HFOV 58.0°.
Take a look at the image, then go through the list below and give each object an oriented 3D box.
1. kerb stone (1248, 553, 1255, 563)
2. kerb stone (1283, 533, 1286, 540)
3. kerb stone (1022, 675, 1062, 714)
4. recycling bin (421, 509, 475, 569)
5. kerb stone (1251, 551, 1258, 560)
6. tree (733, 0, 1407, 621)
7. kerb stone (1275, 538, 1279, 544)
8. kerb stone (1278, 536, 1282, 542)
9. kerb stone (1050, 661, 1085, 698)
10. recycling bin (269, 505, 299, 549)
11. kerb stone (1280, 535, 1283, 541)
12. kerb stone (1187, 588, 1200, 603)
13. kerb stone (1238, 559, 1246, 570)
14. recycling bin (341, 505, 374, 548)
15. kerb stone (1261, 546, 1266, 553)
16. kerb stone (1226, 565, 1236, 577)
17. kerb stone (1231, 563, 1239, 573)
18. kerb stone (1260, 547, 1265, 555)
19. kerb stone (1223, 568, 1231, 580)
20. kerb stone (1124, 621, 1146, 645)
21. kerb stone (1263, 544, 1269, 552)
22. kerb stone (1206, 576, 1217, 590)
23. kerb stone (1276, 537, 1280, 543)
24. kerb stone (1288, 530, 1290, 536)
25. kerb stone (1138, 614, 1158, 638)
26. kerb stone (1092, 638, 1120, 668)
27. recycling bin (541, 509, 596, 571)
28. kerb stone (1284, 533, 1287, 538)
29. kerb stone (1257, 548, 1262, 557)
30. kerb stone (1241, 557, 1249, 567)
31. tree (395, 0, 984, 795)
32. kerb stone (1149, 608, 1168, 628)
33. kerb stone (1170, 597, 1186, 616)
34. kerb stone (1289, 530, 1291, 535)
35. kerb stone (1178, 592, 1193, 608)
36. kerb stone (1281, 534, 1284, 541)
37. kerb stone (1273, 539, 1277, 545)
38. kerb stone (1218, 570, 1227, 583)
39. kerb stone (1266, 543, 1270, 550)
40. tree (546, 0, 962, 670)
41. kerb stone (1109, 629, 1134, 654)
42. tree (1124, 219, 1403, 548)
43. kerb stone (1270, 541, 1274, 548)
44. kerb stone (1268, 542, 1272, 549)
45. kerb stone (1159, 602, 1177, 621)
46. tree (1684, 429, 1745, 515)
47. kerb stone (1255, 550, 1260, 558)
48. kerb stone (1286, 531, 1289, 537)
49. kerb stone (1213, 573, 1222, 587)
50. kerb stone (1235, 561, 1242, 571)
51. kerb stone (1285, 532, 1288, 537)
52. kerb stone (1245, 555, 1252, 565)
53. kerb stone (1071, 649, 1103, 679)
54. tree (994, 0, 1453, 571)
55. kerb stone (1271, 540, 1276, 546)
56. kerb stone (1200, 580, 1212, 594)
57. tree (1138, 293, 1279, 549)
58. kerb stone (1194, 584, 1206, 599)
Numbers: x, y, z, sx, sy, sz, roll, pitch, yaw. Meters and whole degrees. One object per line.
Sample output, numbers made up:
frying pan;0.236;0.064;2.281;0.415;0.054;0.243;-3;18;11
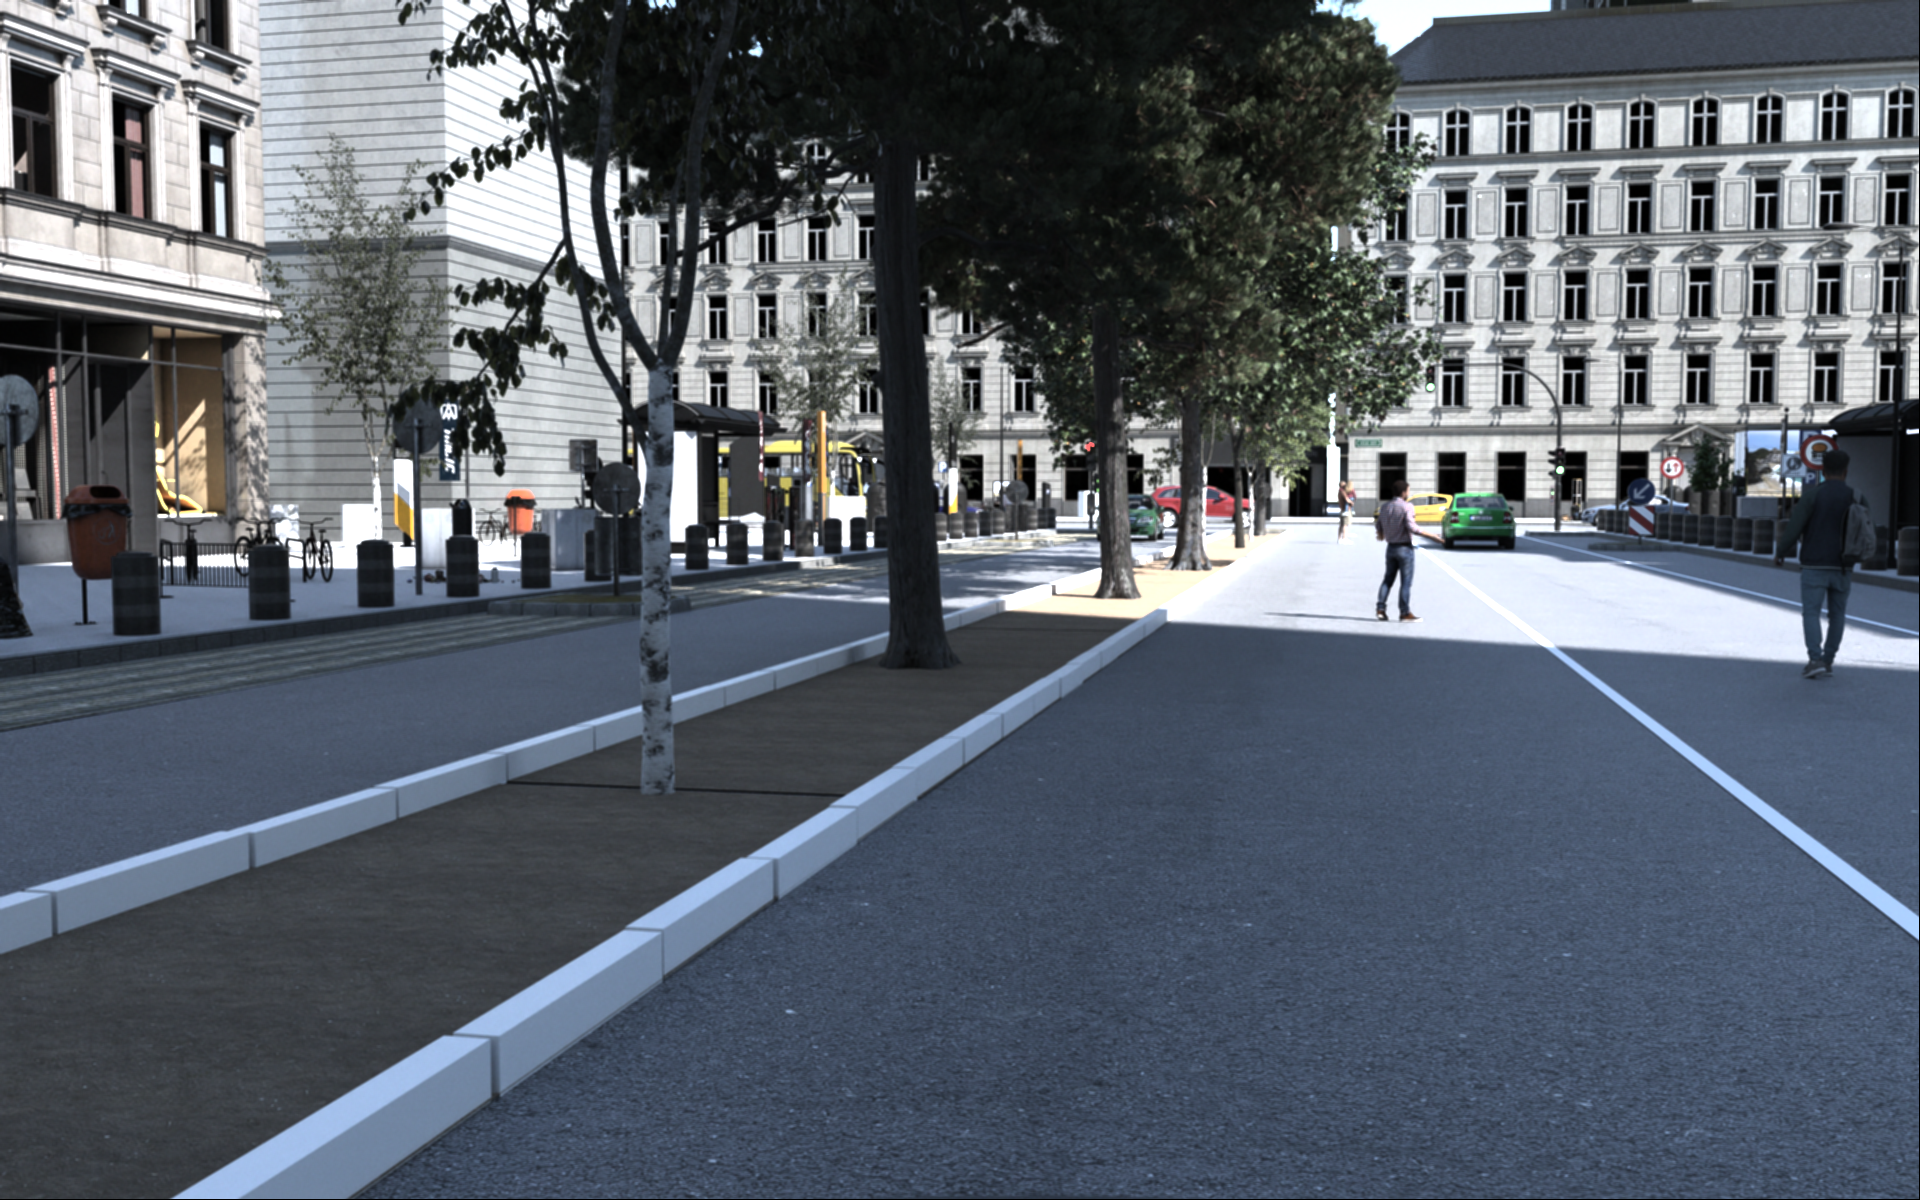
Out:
kerb stone;5.936;-0.825;35.688;0.120;0.150;1.000;1;4;13
kerb stone;9.755;-1.865;52.731;0.120;0.150;1.000;1;4;13
kerb stone;0.528;0.650;11.629;0.120;0.150;1.000;1;4;13
recycling bin;-8.827;-1.060;29.880;0.722;1.027;0.722;0;4;5
kerb stone;6.163;-0.886;36.687;0.120;0.150;1.000;1;4;13
tree;2.003;-6.953;23.560;7.806;13.903;7.818;0;3;0
kerb stone;8.636;-1.561;47.723;0.120;0.150;1.000;1;4;13
kerb stone;9.083;-1.684;49.723;0.120;0.150;1.000;1;4;13
kerb stone;0.762;0.590;12.631;0.120;0.150;1.000;1;4;13
recycling bin;-15.853;-1.699;40.341;0.722;1.027;0.722;-2;4;-33
kerb stone;9.307;-1.745;50.722;0.120;0.150;1.000;1;4;13
kerb stone;3.007;-0.024;22.668;0.120;0.150;1.000;1;4;13
kerb stone;5.261;-0.641;32.673;0.120;0.150;1.000;1;4;13
recycling bin;-14.368;-1.760;41.323;0.722;1.027;0.722;-1;4;-23
kerb stone;7.053;-1.128;40.690;0.120;0.150;1.000;1;4;13
kerb stone;4.585;-0.457;29.668;0.120;0.150;1.000;1;4;13
kerb stone;4.806;-0.516;30.671;0.120;0.150;1.000;1;4;13
kerb stone;6.836;-1.070;39.685;0.120;0.150;1.000;1;4;13
kerb stone;4.355;-0.394;28.668;0.120;0.150;1.000;1;4;13
kerb stone;1.650;0.340;16.645;0.120;0.150;1.000;1;4;13
kerb stone;7.286;-1.192;41.698;0.120;0.150;1.000;1;4;13
kerb stone;3.679;-0.212;25.668;0.120;0.150;1.000;1;4;13
kerb stone;8.862;-1.620;48.723;0.120;0.150;1.000;1;4;13
kerb stone;10.661;-2.113;56.746;0.120;0.150;1.000;1;4;13
kerb stone;1.880;0.278;17.643;0.120;0.150;1.000;1;4;13
kerb stone;1.208;0.463;14.642;0.120;0.150;1.000;1;4;13
recycling bin;-6.637;-1.029;29.384;0.722;1.027;0.722;-2;4;-35
kerb stone;9.994;-1.928;53.743;0.120;0.150;1.000;1;4;13
kerb stone;6.603;-1.009;38.688;0.120;0.150;1.000;1;4;13
kerb stone;5.478;-0.702;33.674;0.120;0.150;1.000;1;4;13
tree;-1.405;-3.389;8.237;4.360;8.622;3.978;0;3;0
kerb stone;2.103;0.217;18.648;0.120;0.150;1.000;1;4;13
kerb stone;2.560;0.100;20.662;0.120;0.150;1.000;1;4;13
kerb stone;10.883;-2.174;57.746;0.120;0.150;1.000;1;4;13
kerb stone;2.782;0.033;21.662;0.120;0.150;1.000;1;4;13
kerb stone;9.534;-1.806;51.725;0.120;0.150;1.000;1;4;13
kerb stone;8.410;-1.498;46.716;0.120;0.150;1.000;1;4;13
kerb stone;4.132;-0.335;27.666;0.120;0.150;1.000;1;4;13
kerb stone;7.501;-1.254;42.704;0.120;0.150;1.000;1;4;13
tree;-0.505;-6.380;14.200;7.806;13.903;7.818;0;3;0
kerb stone;1.427;0.401;15.644;0.120;0.150;1.000;1;4;13
tree;7.452;-6.643;45.490;8.767;10.594;7.601;1;4;13
kerb stone;7.950;-1.377;44.707;0.120;0.150;1.000;1;4;13
kerb stone;7.726;-1.316;43.708;0.120;0.150;1.000;1;4;13
kerb stone;2.330;0.155;19.658;0.120;0.150;1.000;1;4;13
tree;21.705;-3.422;50.557;1.663;3.219;1.824;0;3;0
kerb stone;6.385;-0.947;37.687;0.120;0.150;1.000;1;4;13
kerb stone;10.433;-2.052;55.744;0.120;0.150;1.000;1;4;13
kerb stone;3.905;-0.274;26.667;0.120;0.150;1.000;1;4;13
kerb stone;5.023;-0.577;31.677;0.120;0.150;1.000;1;4;13
kerb stone;10.213;-1.991;54.744;0.120;0.150;1.000;1;4;13
kerb stone;5.705;-0.764;34.680;0.120;0.150;1.000;1;4;13
kerb stone;0.979;0.526;13.643;0.120;0.150;1.000;1;4;13
tree;4.341;-6.899;32.267;9.611;12.733;9.660;0;3;0
kerb stone;8.183;-1.438;45.713;0.120;0.150;1.000;1;4;13
kerb stone;3.460;-0.150;24.668;0.120;0.150;1.000;1;4;13
tree;5.541;-5.294;39.371;4.360;8.622;3.978;0;3;0
kerb stone;3.232;-0.084;23.668;0.120;0.150;1.000;1;4;13
